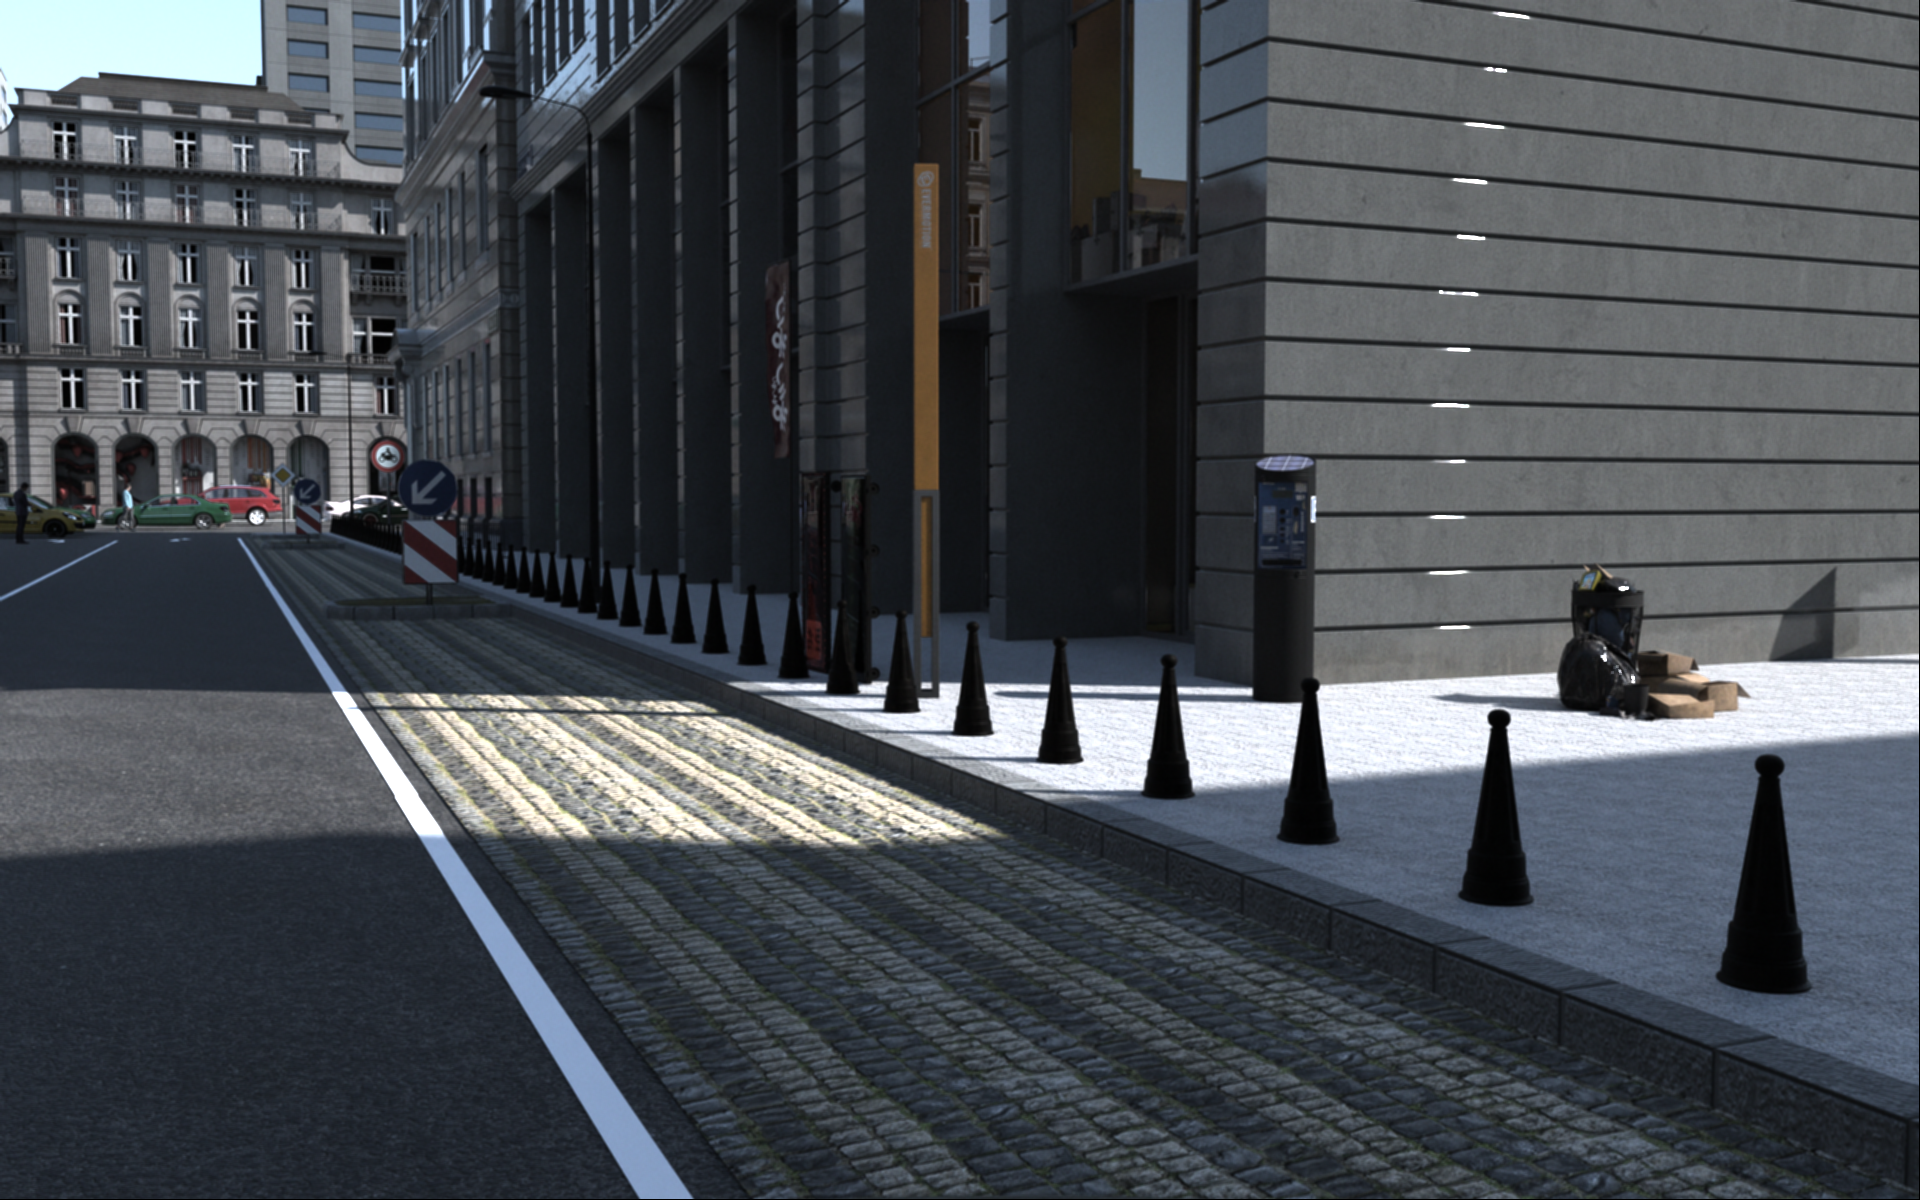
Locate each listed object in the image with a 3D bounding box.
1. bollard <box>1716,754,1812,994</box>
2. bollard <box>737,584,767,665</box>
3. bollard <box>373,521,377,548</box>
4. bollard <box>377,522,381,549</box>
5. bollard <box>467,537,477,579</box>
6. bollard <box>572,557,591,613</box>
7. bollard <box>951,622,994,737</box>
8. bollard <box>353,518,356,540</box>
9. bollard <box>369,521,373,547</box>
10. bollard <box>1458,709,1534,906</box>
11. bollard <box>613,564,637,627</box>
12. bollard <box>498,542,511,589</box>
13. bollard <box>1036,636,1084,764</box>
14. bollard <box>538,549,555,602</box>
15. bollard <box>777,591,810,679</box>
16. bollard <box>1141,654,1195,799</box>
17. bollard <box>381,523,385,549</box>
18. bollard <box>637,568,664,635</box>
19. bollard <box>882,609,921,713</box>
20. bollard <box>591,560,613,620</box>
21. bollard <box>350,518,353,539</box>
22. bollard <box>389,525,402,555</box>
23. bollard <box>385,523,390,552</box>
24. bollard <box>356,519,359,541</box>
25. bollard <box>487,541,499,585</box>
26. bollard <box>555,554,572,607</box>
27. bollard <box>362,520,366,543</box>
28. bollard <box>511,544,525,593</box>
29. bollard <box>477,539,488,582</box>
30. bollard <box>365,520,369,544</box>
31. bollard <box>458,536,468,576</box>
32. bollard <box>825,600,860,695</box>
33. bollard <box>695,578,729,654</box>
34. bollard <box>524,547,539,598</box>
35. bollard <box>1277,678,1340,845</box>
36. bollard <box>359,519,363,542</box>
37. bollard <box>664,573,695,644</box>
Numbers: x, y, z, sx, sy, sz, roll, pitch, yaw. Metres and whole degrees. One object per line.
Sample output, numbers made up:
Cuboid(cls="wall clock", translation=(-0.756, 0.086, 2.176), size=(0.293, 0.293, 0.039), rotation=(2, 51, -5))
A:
Cuboid(cls="bollard", translation=(2.113, 0.704, 4.536), size=(0.229, 0.601, 0.229), rotation=(0, 3, 0))
Cuboid(cls="bollard", translation=(-1.569, 0.183, 13.053), size=(0.229, 0.601, 0.229), rotation=(0, 3, 0))
Cuboid(cls="bollard", translation=(-13.850, -1.552, 41.415), size=(0.229, 0.601, 0.229), rotation=(0, 3, 0))
Cuboid(cls="bollard", translation=(-13.439, -1.494, 40.467), size=(0.229, 0.601, 0.229), rotation=(0, 3, 0))
Cuboid(cls="bollard", translation=(-7.300, -0.627, 26.290), size=(0.229, 0.601, 0.229), rotation=(0, 3, 0))
Cuboid(cls="bollard", translation=(-4.030, -0.164, 18.730), size=(0.229, 0.601, 0.229), rotation=(0, 3, 0))
Cuboid(cls="bollard", translation=(0.069, 0.415, 9.256), size=(0.229, 0.601, 0.229), rotation=(0, 3, 0))
Cuboid(cls="bollard", translation=(-16.319, -1.901, 47.122), size=(0.229, 0.601, 0.229), rotation=(0, 3, 0))
Cuboid(cls="bollard", translation=(-14.262, -1.610, 42.364), size=(0.229, 0.601, 0.229), rotation=(0, 3, 0))
Cuboid(cls="bollard", translation=(1.701, 0.646, 5.481), size=(0.229, 0.601, 0.229), rotation=(0, 3, 0))
Cuboid(cls="bollard", translation=(-3.208, -0.049, 16.836), size=(0.229, 0.601, 0.229), rotation=(0, 3, 0))
Cuboid(cls="bollard", translation=(-6.076, -0.453, 23.452), size=(0.229, 0.601, 0.229), rotation=(0, 3, 0))
Cuboid(cls="bollard", translation=(0.481, 0.473, 8.315), size=(0.229, 0.601, 0.229), rotation=(0, 3, 0))
Cuboid(cls="bollard", translation=(-4.851, -0.280, 20.621), size=(0.229, 0.601, 0.229), rotation=(0, 3, 0))
Cuboid(cls="bollard", translation=(-1.164, 0.241, 12.109), size=(0.229, 0.601, 0.229), rotation=(0, 3, 0))
Cuboid(cls="bollard", translation=(0.888, 0.530, 7.369), size=(0.229, 0.601, 0.229), rotation=(0, 3, 0))
Cuboid(cls="bollard", translation=(-13.030, -1.436, 39.522), size=(0.229, 0.601, 0.229), rotation=(0, 3, 0))
Cuboid(cls="bollard", translation=(-2.797, 0.010, 15.884), size=(0.229, 0.601, 0.229), rotation=(0, 3, 0))
Cuboid(cls="bollard", translation=(-0.346, 0.356, 10.220), size=(0.229, 0.601, 0.229), rotation=(0, 3, 0))
Cuboid(cls="bollard", translation=(-3.621, -0.106, 17.782), size=(0.229, 0.601, 0.229), rotation=(0, 3, 0))
Cuboid(cls="bollard", translation=(-16.729, -1.959, 48.067), size=(0.229, 0.601, 0.229), rotation=(0, 3, 0))
Cuboid(cls="bollard", translation=(-12.210, -1.320, 37.629), size=(0.229, 0.601, 0.229), rotation=(0, 3, 0))
Cuboid(cls="bollard", translation=(-12.619, -1.378, 38.575), size=(0.229, 0.601, 0.229), rotation=(0, 3, 0))
Cuboid(cls="bollard", translation=(-15.910, -1.843, 46.181), size=(0.229, 0.601, 0.229), rotation=(0, 3, 0))
Cuboid(cls="bollard", translation=(-6.481, -0.511, 24.395), size=(0.229, 0.601, 0.229), rotation=(0, 3, 0))
Cuboid(cls="bollard", translation=(-4.437, -0.223, 19.681), size=(0.229, 0.601, 0.229), rotation=(0, 3, 0))
Cuboid(cls="bollard", translation=(-15.083, -1.726, 44.267), size=(0.229, 0.601, 0.229), rotation=(0, 3, 0))
Cuboid(cls="bollard", translation=(-5.664, -0.395, 22.507), size=(0.229, 0.601, 0.229), rotation=(0, 3, 0))
Cuboid(cls="bollard", translation=(-6.891, -0.569, 25.337), size=(0.229, 0.601, 0.229), rotation=(0, 3, 0))
Cuboid(cls="bollard", translation=(-14.674, -1.668, 43.321), size=(0.229, 0.601, 0.229), rotation=(0, 3, 0))
Cuboid(cls="bollard", translation=(-7.709, -0.684, 27.232), size=(0.229, 0.601, 0.229), rotation=(0, 3, 0))
Cuboid(cls="bollard", translation=(-0.758, 0.298, 11.166), size=(0.229, 0.601, 0.229), rotation=(0, 3, 0))
Cuboid(cls="bollard", translation=(-1.980, 0.125, 13.997), size=(0.229, 0.601, 0.229), rotation=(0, 3, 0))
Cuboid(cls="bollard", translation=(-5.260, -0.338, 21.562), size=(0.229, 0.601, 0.229), rotation=(0, 3, 0))
Cuboid(cls="bollard", translation=(1.296, 0.588, 6.427), size=(0.229, 0.601, 0.229), rotation=(0, 3, 0))
Cuboid(cls="bollard", translation=(-15.494, -1.785, 45.224), size=(0.229, 0.601, 0.229), rotation=(0, 3, 0))
Cuboid(cls="bollard", translation=(-2.389, 0.067, 14.939), size=(0.229, 0.601, 0.229), rotation=(0, 3, 0))
